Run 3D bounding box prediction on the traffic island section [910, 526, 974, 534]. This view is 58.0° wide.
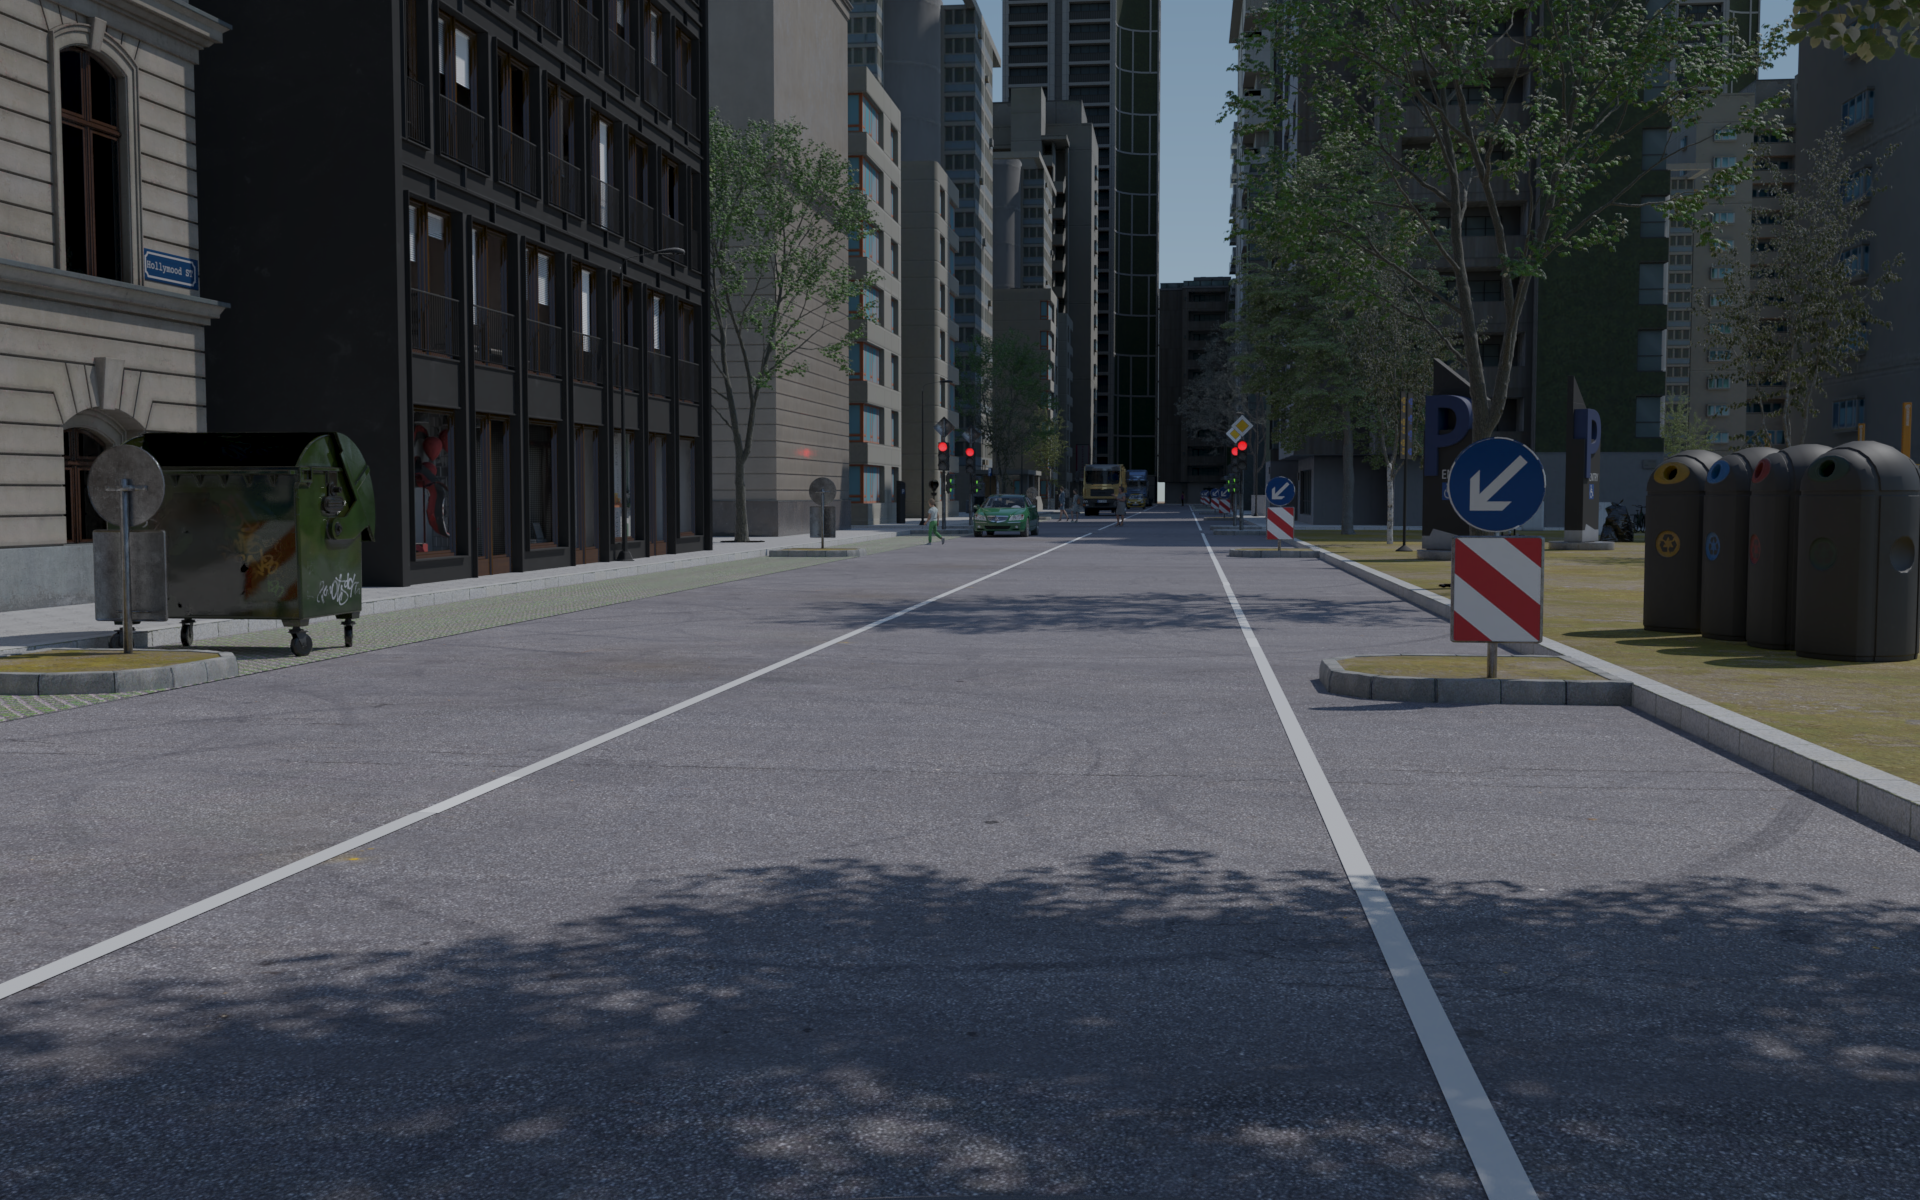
[{"bbox_3d":[-0.605,-2.478,62.801,2.009,0.180,2.903,0,4,7],"label":"traffic island section"}]

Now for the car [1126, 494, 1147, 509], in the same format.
[{"bbox_3d":[16.772,-9.455,164.816,2.015,1.641,3.980,0,4,8],"label":"car"}]

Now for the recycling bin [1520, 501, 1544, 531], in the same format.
[{"bbox_3d":[20.006,-2.936,60.558,0.722,1.027,0.722,1,4,14],"label":"recycling bin"}]

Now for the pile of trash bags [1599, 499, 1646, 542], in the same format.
[{"bbox_3d":[18.792,-2.229,46.189,3.447,1.369,1.912,3,5,39],"label":"pile of trash bags"}]

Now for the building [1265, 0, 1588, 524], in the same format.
[{"bbox_3d":[22.782,-19.375,88.489,14.160,30.474,14.107,0,4,7],"label":"building"}]

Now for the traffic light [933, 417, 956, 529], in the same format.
[{"bbox_3d":[-0.567,-4.510,62.661,0.839,4.253,0.868,0,4,7],"label":"traffic light"}]

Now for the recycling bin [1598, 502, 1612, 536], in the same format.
[{"bbox_3d":[19.756,-2.527,53.871,0.722,1.027,0.722,-2,4,-24],"label":"recycling bin"}]

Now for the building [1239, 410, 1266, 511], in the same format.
[{"bbox_3d":[32.312,-49.668,124.740,22.319,86.520,31.000,0,4,7],"label":"building"}]

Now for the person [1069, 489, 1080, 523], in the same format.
[{"bbox_3d":[5.795,-4.728,86.800,0.522,1.701,0.512,2,4,27],"label":"person"}]

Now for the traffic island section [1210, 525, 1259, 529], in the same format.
[{"bbox_3d":[11.023,-2.879,69.348,2.009,0.180,2.903,0,4,7],"label":"traffic island section"}]

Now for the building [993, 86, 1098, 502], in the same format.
[{"bbox_3d":[5.709,-35.931,211.168,21.600,48.544,21.300,0,4,7],"label":"building"}]

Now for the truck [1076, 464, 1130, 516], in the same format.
[{"bbox_3d":[9.663,-7.300,115.281,3.469,3.379,9.791,0,4,7],"label":"truck"}]

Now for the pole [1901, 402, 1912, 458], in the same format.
[{"bbox_3d":[21.087,-2.741,38.652,0.158,3.312,0.155,0,3,0],"label":"pole"}]

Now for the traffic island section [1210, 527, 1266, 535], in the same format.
[{"bbox_3d":[9.997,-2.394,61.428,2.009,0.180,2.903,0,4,7],"label":"traffic island section"}]

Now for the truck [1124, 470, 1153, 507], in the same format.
[{"bbox_3d":[20.507,-12.749,198.211,2.967,4.110,18.799,1,4,9],"label":"truck"}]

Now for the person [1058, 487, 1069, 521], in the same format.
[{"bbox_3d":[5.410,-5.040,90.927,0.654,1.822,0.581,1,4,16],"label":"person"}]

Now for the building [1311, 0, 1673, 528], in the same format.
[{"bbox_3d":[20.943,-18.436,73.133,14.107,30.474,14.160,0,4,7],"label":"building"}]

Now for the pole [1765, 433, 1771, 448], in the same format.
[{"bbox_3d":[27.190,-3.946,58.362,0.158,3.312,0.155,0,3,0],"label":"pole"}]

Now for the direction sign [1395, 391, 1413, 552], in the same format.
[{"bbox_3d":[9.927,-2.851,38.609,0.379,3.537,0.876,2,4,31],"label":"direction sign"}]

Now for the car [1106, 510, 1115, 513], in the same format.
[{"bbox_3d":[10.990,-7.391,132.643,2.131,1.459,4.920,0,4,7],"label":"car"}]

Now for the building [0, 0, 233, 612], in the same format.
[{"bbox_3d":[-17.137,-11.437,6.079,14.460,24.649,34.723,0,4,7],"label":"building"}]

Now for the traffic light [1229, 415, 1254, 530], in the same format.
[{"bbox_3d":[9.959,-4.428,61.320,0.839,4.253,0.868,0,4,7],"label":"traffic light"}]

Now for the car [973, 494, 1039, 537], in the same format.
[{"bbox_3d":[1.611,-2.897,59.164,2.131,1.459,4.920,1,4,9],"label":"car"}]

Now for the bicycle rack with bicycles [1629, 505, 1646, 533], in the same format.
[{"bbox_3d":[23.099,-2.671,57.061,2.925,0.926,2.852,-2,4,-35],"label":"bicycle rack with bicycles"}]

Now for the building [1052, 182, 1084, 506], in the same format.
[{"bbox_3d":[-2.802,-30.316,187.549,32.217,40.220,23.993,0,4,7],"label":"building"}]

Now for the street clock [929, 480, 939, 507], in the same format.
[{"bbox_3d":[-1.314,-5.058,87.276,0.471,2.002,0.358,-1,4,-23],"label":"street clock"}]

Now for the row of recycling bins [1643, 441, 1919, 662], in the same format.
[{"bbox_3d":[6.999,-0.476,14.903,1.069,1.692,3.534,0,4,-3],"label":"row of recycling bins"}]

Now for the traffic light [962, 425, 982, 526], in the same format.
[{"bbox_3d":[0.458,-4.994,70.580,0.839,4.253,0.868,0,4,7],"label":"traffic light"}]

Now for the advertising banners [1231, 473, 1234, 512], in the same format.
[{"bbox_3d":[19.800,-7.922,125.710,0.090,3.025,2.074,0,4,1],"label":"advertising banners"}]

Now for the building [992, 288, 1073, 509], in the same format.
[{"bbox_3d":[-4.237,-19.367,161.689,27.650,21.520,28.899,0,4,7],"label":"building"}]

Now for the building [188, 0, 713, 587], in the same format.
[{"bbox_3d":[-12.742,-12.357,31.712,12.332,23.373,15.834,0,4,7],"label":"building"}]

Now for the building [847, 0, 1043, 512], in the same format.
[{"bbox_3d":[-10.458,-26.690,128.257,32.217,40.220,23.993,0,4,7],"label":"building"}]

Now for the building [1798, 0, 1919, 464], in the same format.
[{"bbox_3d":[46.712,-27.313,70.266,21.600,48.544,21.300,0,4,7],"label":"building"}]

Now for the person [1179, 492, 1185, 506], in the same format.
[{"bbox_3d":[26.277,-11.974,204.958,0.721,1.739,1.217,-1,4,-22],"label":"person"}]

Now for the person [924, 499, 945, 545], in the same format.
[{"bbox_3d":[-0.720,-2.201,48.733,0.590,1.304,0.306,1,4,20],"label":"person"}]

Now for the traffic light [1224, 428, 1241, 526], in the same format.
[{"bbox_3d":[10.984,-4.912,69.239,0.839,4.253,0.868,0,4,7],"label":"traffic light"}]

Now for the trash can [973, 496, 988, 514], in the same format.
[{"bbox_3d":[1.195,-5.865,107.542,0.748,1.137,0.748,0,3,0],"label":"trash can"}]

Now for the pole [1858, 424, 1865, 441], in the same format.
[{"bbox_3d":[26.058,-3.444,50.146,0.158,3.312,0.155,0,3,0],"label":"pole"}]

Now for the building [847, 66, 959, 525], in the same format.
[{"bbox_3d":[-15.628,-14.760,86.368,27.650,21.520,28.899,0,4,7],"label":"building"}]

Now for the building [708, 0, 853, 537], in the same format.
[{"bbox_3d":[-16.707,-15.962,58.245,25.104,27.353,12.463,0,4,7],"label":"building"}]

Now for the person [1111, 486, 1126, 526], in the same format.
[{"bbox_3d":[7.016,-4.163,76.916,0.532,1.782,0.716,-2,4,-31],"label":"person"}]
